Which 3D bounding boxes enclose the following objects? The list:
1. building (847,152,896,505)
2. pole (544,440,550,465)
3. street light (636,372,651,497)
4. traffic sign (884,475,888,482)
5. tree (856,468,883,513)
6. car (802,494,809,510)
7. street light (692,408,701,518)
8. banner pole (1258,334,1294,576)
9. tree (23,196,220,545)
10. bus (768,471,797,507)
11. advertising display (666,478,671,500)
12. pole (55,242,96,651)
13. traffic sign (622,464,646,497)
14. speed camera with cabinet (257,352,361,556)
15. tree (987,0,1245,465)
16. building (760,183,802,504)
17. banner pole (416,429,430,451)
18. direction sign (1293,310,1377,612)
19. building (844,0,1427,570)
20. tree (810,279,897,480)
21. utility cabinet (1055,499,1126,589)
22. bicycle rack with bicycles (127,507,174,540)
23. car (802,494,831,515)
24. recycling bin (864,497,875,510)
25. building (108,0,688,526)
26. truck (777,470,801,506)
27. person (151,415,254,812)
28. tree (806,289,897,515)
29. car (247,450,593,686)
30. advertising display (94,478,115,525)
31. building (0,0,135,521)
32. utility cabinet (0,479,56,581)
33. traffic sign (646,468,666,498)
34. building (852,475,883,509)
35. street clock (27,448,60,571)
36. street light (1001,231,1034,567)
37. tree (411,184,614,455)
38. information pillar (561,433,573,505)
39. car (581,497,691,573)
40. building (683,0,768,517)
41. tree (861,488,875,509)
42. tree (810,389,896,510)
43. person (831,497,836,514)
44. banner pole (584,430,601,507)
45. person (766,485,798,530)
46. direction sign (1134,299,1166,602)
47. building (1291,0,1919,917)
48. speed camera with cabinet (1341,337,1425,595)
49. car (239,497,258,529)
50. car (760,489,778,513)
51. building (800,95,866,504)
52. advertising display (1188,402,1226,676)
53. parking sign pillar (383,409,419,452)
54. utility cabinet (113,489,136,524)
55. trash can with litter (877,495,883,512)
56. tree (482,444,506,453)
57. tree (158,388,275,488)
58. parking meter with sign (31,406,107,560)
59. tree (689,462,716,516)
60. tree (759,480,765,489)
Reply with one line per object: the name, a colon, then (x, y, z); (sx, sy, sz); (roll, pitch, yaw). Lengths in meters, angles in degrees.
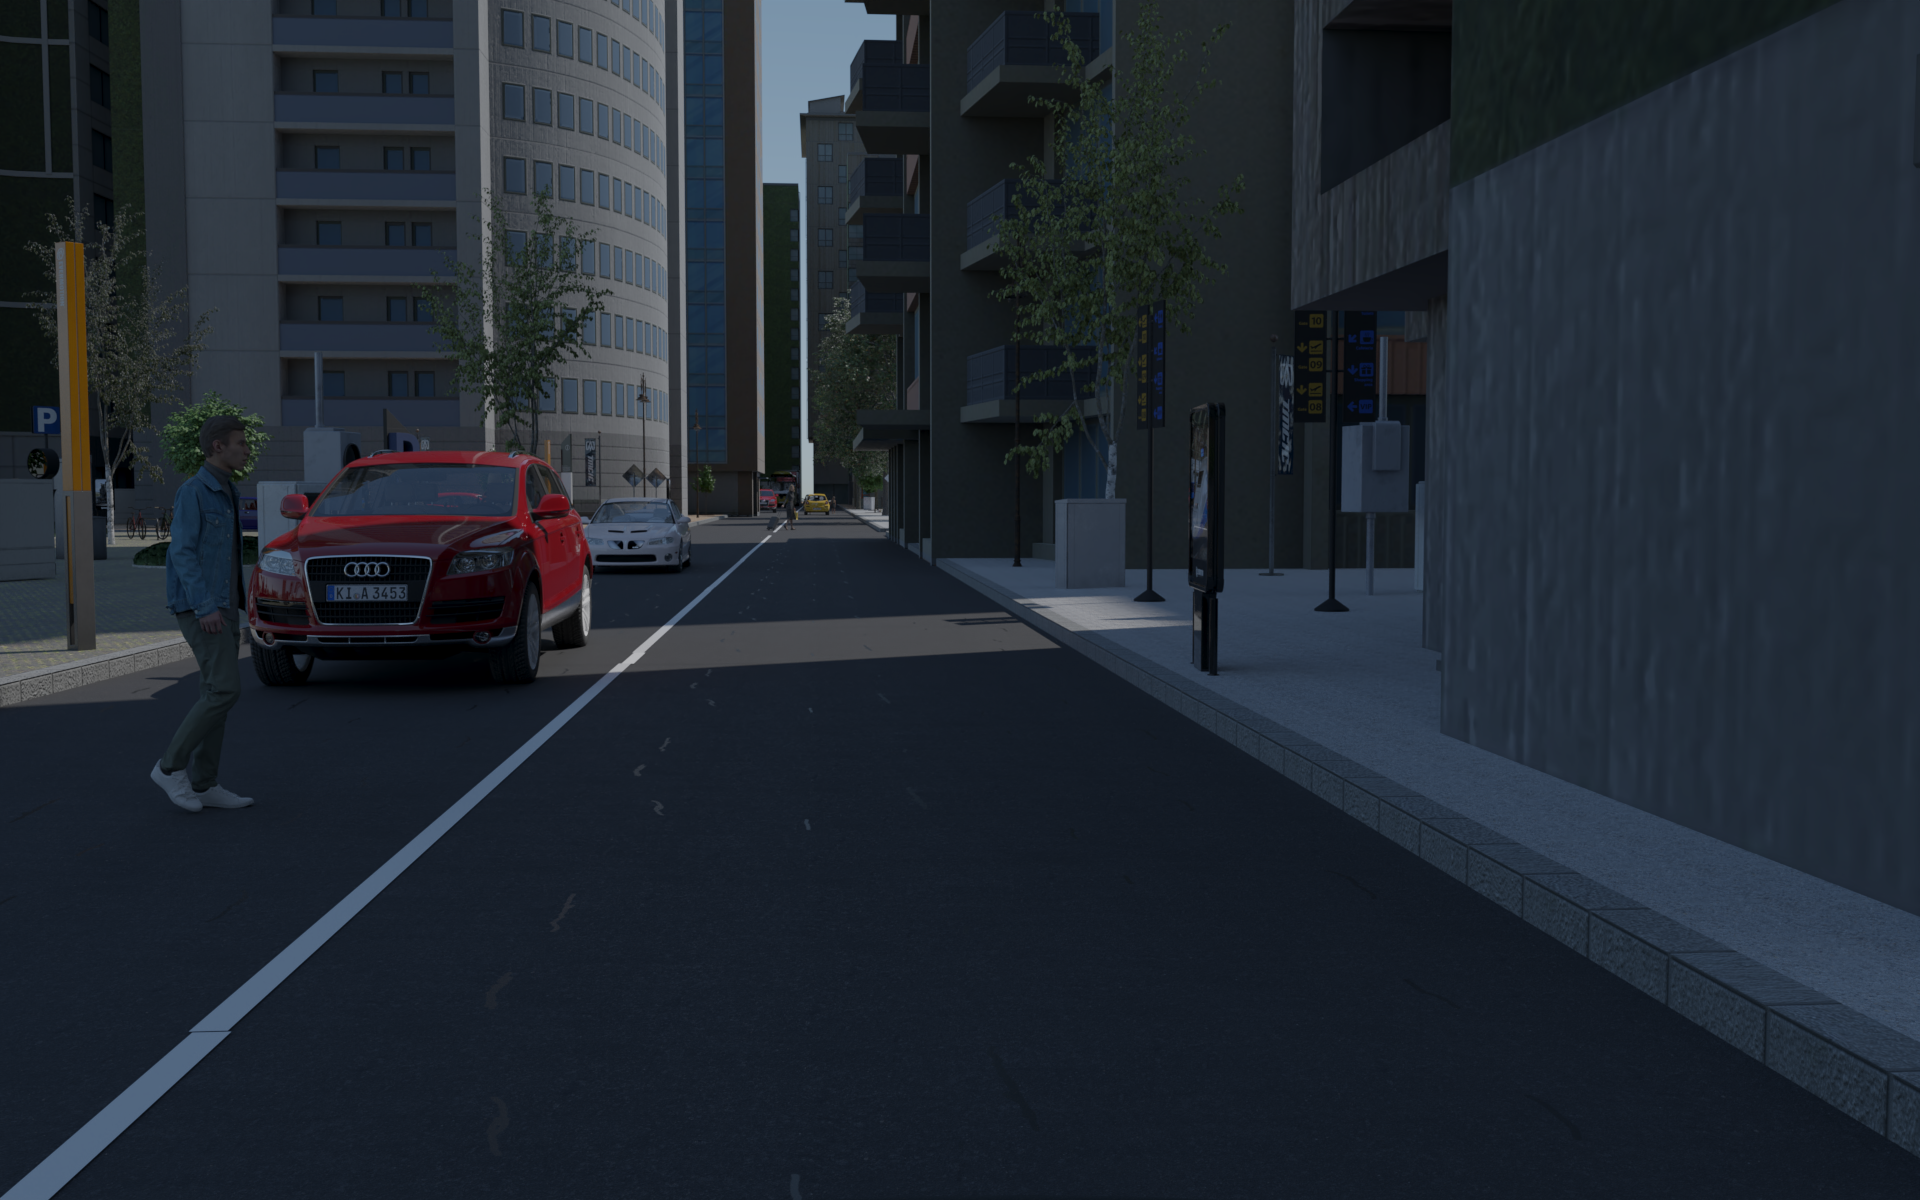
building: (-6.650, -32.214, 210.292); (14.154, 41.232, 14.086); (0, 4, -5)
pole: (-15.603, -4.387, 65.571); (0.158, 3.312, 0.155); (0, 3, 0)
street light: (-12.024, -5.696, 65.923); (0.468, 5.910, 1.993); (0, 4, -5)
traffic sign: (-2.517, -3.844, 66.494); (0.795, 2.450, 0.064); (0, 4, -5)
tree: (-6.406, -9.214, 134.363); (4.285, 4.588, 4.351); (0, 3, 0)
car: (-13.690, -9.237, 160.810); (2.009, 1.686, 4.222); (0, 4, -4)
street light: (-14.181, -7.380, 93.458); (0.468, 5.910, 1.993); (0, 4, -5)
banner pole: (5.065, -2.285, 27.382); (0.401, 3.779, 0.863); (3, 5, 41)
tree: (-21.295, -5.706, 43.657); (4.360, 8.622, 3.978); (0, 3, 0)
bus: (-19.334, -12.119, 189.699); (2.896, 3.916, 12.252); (0, 4, -4)
advertising display: (-11.918, -4.013, 70.825); (0.123, 1.923, 0.974); (0, 4, -6)
pole: (-7.233, -1.243, 14.163); (0.158, 3.312, 0.155); (0, 3, 0)
traffic sign: (-10.876, -3.313, 57.815); (0.795, 2.450, 0.064); (0, 4, -5)
speed camera with cabinet: (-8.828, -1.789, 23.579); (0.660, 3.252, 2.038); (0, 4, 5)
tree: (2.240, -4.612, 25.772); (4.737, 8.622, 4.395); (0, 3, 0)
building: (-28.110, -33.396, 229.611); (14.086, 41.232, 14.154); (0, 4, -5)
banner pole: (-20.670, -4.685, 66.623); (0.863, 3.779, 0.401); (2, 4, 27)
direction sign: (4.079, -1.645, 18.896); (0.876, 3.537, 0.379); (1, 4, 8)
building: (8.335, -23.708, 42.245); (22.147, 44.769, 28.867); (0, 4, -5)
tree: (-2.864, -10.246, 84.527); (9.611, 12.733, 9.660); (0, 3, 0)
utility cabinet: (1.785, -0.769, 23.731); (1.020, 1.237, 0.306); (-2, 4, -34)
bicycle rack with bicycles: (-22.094, -2.181, 49.037); (2.852, 0.926, 2.925); (-3, 4, -36)
car: (-9.876, -6.666, 119.207); (2.015, 1.641, 3.980); (0, 4, -6)
recycling bin: (-7.264, -7.730, 138.932); (0.722, 1.027, 0.722); (2, 4, 24)
building: (-24.800, -33.026, 81.976); (21.231, 58.520, 28.212); (0, 4, -5)
truck: (-20.207, -13.154, 203.986); (2.839, 4.237, 11.283); (0, 4, -3)
person: (-3.414, 0.063, 7.817); (0.444, 1.785, 0.601); (0, 4, 0)
tree: (-4.299, -12.061, 103.858); (9.857, 13.997, 8.962); (0, 3, 0)
car: (-4.381, -0.369, 14.714); (2.281, 1.827, 5.304); (0, 4, -5)
advertising display: (-35.119, -4.032, 71.135); (0.974, 1.923, 0.123); (1, 4, 22)
building: (-47.032, -38.746, 71.756); (20.611, 71.187, 20.563); (0, 4, -5)
utility cabinet: (-13.994, -1.039, 25.665); (0.318, 1.500, 1.173); (1, 4, 14)
traffic sign: (-11.533, -3.800, 65.773); (0.795, 2.450, 0.064); (0, 4, -5)
building: (3.799, -19.613, 165.709); (27.650, 21.520, 28.899); (0, 4, -5)
street clock: (-14.514, -1.401, 27.472); (0.471, 2.002, 0.358); (2, 4, 25)
street light: (1.012, -3.525, 30.428); (0.468, 5.910, 1.993); (0, 4, -5)
tree: (-10.301, -5.510, 40.455); (4.737, 8.622, 4.395); (0, 3, 0)
information pillar: (-15.148, -4.612, 66.765); (0.504, 3.616, 0.183); (2, 4, 27)
car: (-6.134, -1.259, 32.946); (2.083, 1.381, 4.827); (0, 4, -5)
building: (-19.928, -28.252, 112.030); (14.600, 45.320, 14.200); (0, 4, -5)
tree: (-7.914, -9.414, 148.512); (1.663, 3.219, 1.824); (0, 3, 0)
tree: (-8.408, -13.217, 141.847); (9.928, 11.665, 9.643); (0, 3, 0)
person: (-9.167, -6.845, 125.084); (0.362, 1.253, 0.373); (0, 4, -4)
banner pole: (-14.405, -4.786, 68.275); (0.863, 3.779, 0.401); (1, 4, 13)
person: (-7.017, -3.667, 68.667); (1.509, 1.804, 0.699); (-3, 5, -40)
direction sign: (2.270, -1.751, 20.633); (0.379, 3.537, 0.876); (-1, 4, -14)
building: (9.400, -14.638, 11.033); (14.160, 30.474, 14.107); (0, 4, -5)
speed camera with cabinet: (5.953, -1.708, 22.258); (2.038, 3.252, 0.660); (-1, 4, -15)
car: (-24.886, -2.996, 61.569); (3.894, 1.354, 1.945); (0, 4, -3)
car: (-15.087, -7.598, 132.902); (2.281, 1.827, 5.304); (0, 4, -6)
building: (-7.965, -39.676, 237.934); (27.495, 52.752, 28.713); (0, 4, -5)
advertising display: (1.790, -0.453, 12.620); (0.123, 1.923, 0.974); (0, 4, 0)
parking sign pillar: (-17.742, -4.081, 55.188); (1.447, 3.967, 1.447); (1, 4, 23)
utility cabinet: (-35.580, -3.976, 73.689); (0.318, 1.500, 1.173); (2, 4, 31)
trash can with litter: (-5.009, -6.862, 123.248); (2.233, 1.210, 1.678); (0, 4, 5)
tree: (-17.936, -4.398, 66.507); (1.663, 3.219, 1.824); (0, 3, 0)
tree: (-23.122, -4.291, 53.869); (4.285, 4.588, 4.351); (0, 3, 0)
parking meter with sign: (-17.452, -2.310, 34.037); (1.738, 3.016, 0.543); (2, 4, 31)
tree: (-15.263, -6.703, 104.192); (1.663, 3.219, 1.824); (0, 3, 0)
tree: (-23.541, -12.575, 200.196); (1.663, 3.219, 1.824); (0, 3, 0)
